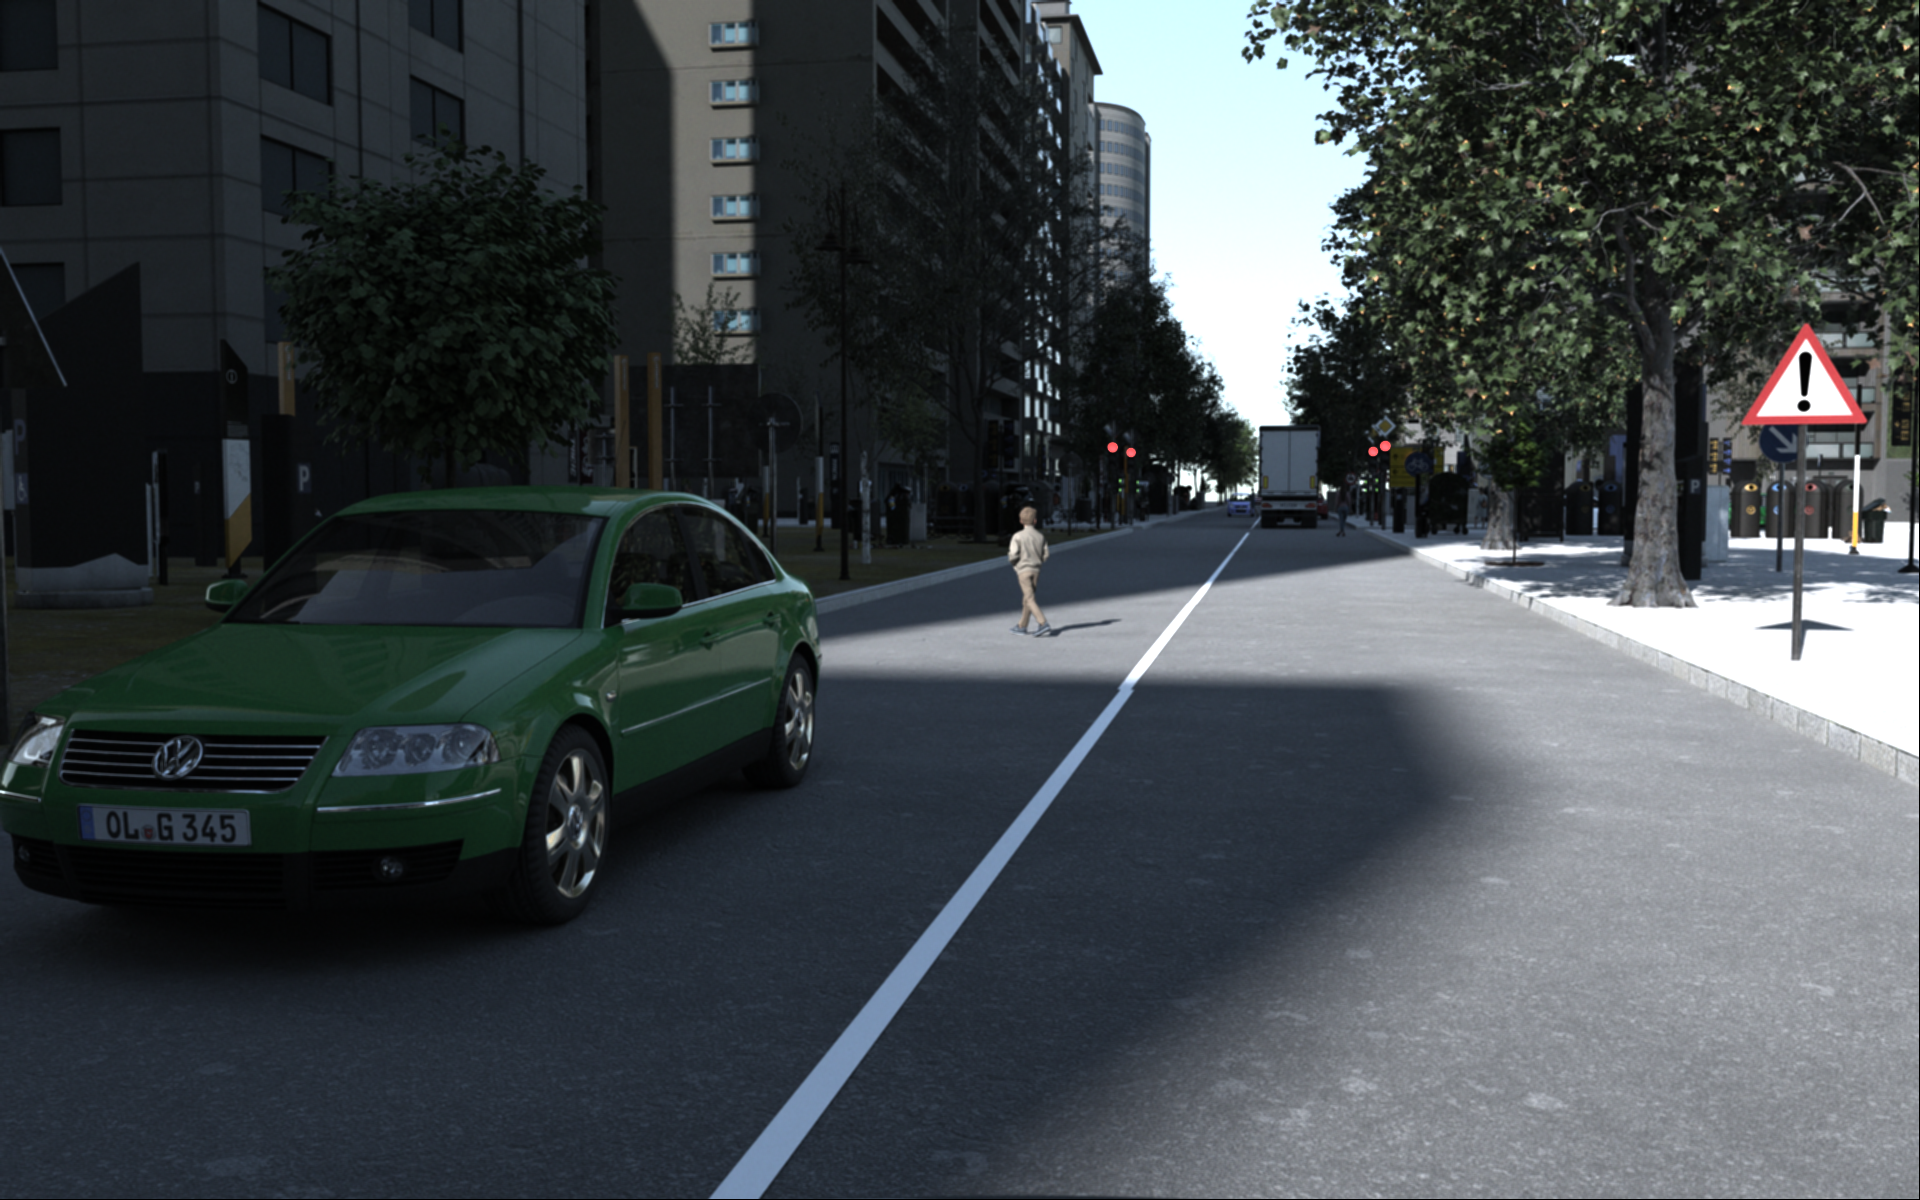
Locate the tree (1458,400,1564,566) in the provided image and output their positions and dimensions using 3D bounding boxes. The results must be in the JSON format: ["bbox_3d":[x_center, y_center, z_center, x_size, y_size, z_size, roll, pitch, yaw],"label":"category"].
[{"bbox_3d":[10.046,-2.230,31.054,1.663,3.219,1.824,0,3,0],"label":"tree"}]

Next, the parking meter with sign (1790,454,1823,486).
[{"bbox_3d":[36.996,-4.900,76.382,1.738,3.016,0.543,1,4,16],"label":"parking meter with sign"}]

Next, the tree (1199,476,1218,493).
[{"bbox_3d":[23.759,-10.680,169.219,1.663,3.219,1.824,0,3,0],"label":"tree"}]

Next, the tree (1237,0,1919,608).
[{"bbox_3d":[8.027,-6.282,19.724,9.611,12.733,9.660,0,3,0],"label":"tree"}]

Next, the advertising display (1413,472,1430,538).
[{"bbox_3d":[13.543,-2.784,50.730,0.123,1.923,0.974,2,4,32],"label":"advertising display"}]

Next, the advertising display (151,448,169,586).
[{"bbox_3d":[-11.344,-1.184,24.571,0.123,1.923,0.974,-2,4,-30],"label":"advertising display"}]

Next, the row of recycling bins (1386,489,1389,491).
[{"bbox_3d":[29.196,-6.886,119.694,1.069,1.692,3.534,1,4,15],"label":"row of recycling bins"}]

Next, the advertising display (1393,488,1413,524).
[{"bbox_3d":[18.959,-4.202,73.919,0.974,1.923,0.123,-1,4,-13],"label":"advertising display"}]

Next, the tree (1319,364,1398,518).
[{"bbox_3d":[21.244,-8.680,92.286,4.360,8.622,3.978,0,3,0],"label":"tree"}]

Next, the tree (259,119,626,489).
[{"bbox_3d":[-4.477,-1.939,15.413,4.285,4.588,4.351,0,3,0],"label":"tree"}]

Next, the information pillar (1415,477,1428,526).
[{"bbox_3d":[15.155,-3.204,56.872,0.304,2.012,0.304,-2,4,-34],"label":"information pillar"}]

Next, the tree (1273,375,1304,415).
[{"bbox_3d":[51.952,-24.161,250.918,12.611,20.169,13.585,0,3,0],"label":"tree"}]

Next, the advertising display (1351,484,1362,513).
[{"bbox_3d":[26.436,-6.777,116.020,0.974,1.923,0.123,1,4,12],"label":"advertising display"}]

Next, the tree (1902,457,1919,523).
[{"bbox_3d":[42.662,-4.987,76.135,1.663,3.219,1.824,0,3,0],"label":"tree"}]

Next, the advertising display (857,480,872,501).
[{"bbox_3d":[-4.264,-4.429,77.620,0.123,1.923,0.974,2,4,32],"label":"advertising display"}]

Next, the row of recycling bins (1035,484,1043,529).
[{"bbox_3d":[1.275,-3.452,63.549,3.534,1.692,1.069,0,4,-8],"label":"row of recycling bins"}]

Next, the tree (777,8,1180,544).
[{"bbox_3d":[0.370,-8.222,44.798,12.009,13.543,11.850,0,3,0],"label":"tree"}]

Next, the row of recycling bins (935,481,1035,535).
[{"bbox_3d":[0.619,-2.960,55.501,3.534,1.692,1.069,3,5,41],"label":"row of recycling bins"}]

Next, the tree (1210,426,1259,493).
[{"bbox_3d":[46.228,-23.483,290.593,9.857,13.997,8.962,0,3,0],"label":"tree"}]

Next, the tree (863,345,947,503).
[{"bbox_3d":[-2.502,-8.230,84.924,4.737,8.622,4.395,0,3,0],"label":"tree"}]

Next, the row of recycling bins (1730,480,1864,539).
[{"bbox_3d":[24.288,-2.643,50.333,3.534,1.692,1.069,2,4,34],"label":"row of recycling bins"}]

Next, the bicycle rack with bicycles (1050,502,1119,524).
[{"bbox_3d":[5.297,-3.789,75.327,2.925,0.926,2.852,1,4,18],"label":"bicycle rack with bicycles"}]

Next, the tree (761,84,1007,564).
[{"bbox_3d":[-1.584,-4.956,31.396,4.360,8.622,3.978,0,3,0],"label":"tree"}]

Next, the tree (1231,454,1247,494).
[{"bbox_3d":[44.470,-20.247,281.405,4.360,8.622,3.978,0,3,0],"label":"tree"}]

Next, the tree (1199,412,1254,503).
[{"bbox_3d":[36.885,-19.743,240.931,7.486,12.596,7.792,0,3,0],"label":"tree"}]

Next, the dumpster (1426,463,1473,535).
[{"bbox_3d":[15.502,-3.227,55.253,1.502,2.255,1.985,1,4,10],"label":"dumpster"}]

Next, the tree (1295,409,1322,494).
[{"bbox_3d":[40.806,-16.537,196.129,9.928,11.665,9.643,0,3,0],"label":"tree"}]

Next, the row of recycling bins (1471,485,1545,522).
[{"bbox_3d":[24.988,-4.467,80.147,3.534,1.692,1.069,0,4,0],"label":"row of recycling bins"}]

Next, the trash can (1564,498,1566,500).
[{"bbox_3d":[38.094,-6.051,110.592,0.748,1.137,0.748,0,3,0],"label":"trash can"}]

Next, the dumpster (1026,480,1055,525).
[{"bbox_3d":[3.237,-4.057,72.098,1.264,1.857,1.865,1,4,10],"label":"dumpster"}]

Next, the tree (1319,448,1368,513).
[{"bbox_3d":[26.261,-8.274,118.998,4.285,4.588,4.351,0,3,0],"label":"tree"}]

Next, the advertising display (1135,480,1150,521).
[{"bbox_3d":[8.577,-4.660,81.408,0.123,1.923,0.974,3,5,42],"label":"advertising display"}]

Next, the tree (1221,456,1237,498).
[{"bbox_3d":[42.550,-19.755,273.352,4.737,8.622,4.395,0,3,0],"label":"tree"}]

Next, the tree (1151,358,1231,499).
[{"bbox_3d":[14.679,-11.259,118.501,7.601,10.594,8.767,1,4,17],"label":"tree"}]

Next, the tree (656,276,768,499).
[{"bbox_3d":[-8.699,-6.685,59.661,4.737,8.622,4.395,0,3,0],"label":"tree"}]

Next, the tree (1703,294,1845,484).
[{"bbox_3d":[25.481,-6.381,54.698,4.360,8.622,3.978,0,3,0],"label":"tree"}]

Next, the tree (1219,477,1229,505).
[{"bbox_3d":[29.470,-12.331,196.208,1.663,3.219,1.824,0,3,0],"label":"tree"}]

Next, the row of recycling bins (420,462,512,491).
[{"bbox_3d":[-6.496,-0.976,23.068,1.069,1.692,3.534,-1,4,-9],"label":"row of recycling bins"}]

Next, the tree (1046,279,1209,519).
[{"bbox_3d":[9.270,-10.649,91.116,9.611,12.733,9.660,0,3,0],"label":"tree"}]

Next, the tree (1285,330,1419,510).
[{"bbox_3d":[28.883,-13.503,127.435,9.857,13.997,8.962,0,3,0],"label":"tree"}]

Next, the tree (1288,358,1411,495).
[{"bbox_3d":[25.045,-10.851,111.831,8.767,10.594,7.601,1,4,10],"label":"tree"}]

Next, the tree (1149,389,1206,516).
[{"bbox_3d":[12.593,-9.368,103.523,4.360,8.622,3.978,0,3,0],"label":"tree"}]

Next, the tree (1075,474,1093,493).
[{"bbox_3d":[9.729,-8.654,136.102,1.663,3.219,1.824,0,3,0],"label":"tree"}]

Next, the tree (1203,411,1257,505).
[{"bbox_3d":[31.675,-17.320,208.942,9.928,11.665,9.643,0,3,0],"label":"tree"}]

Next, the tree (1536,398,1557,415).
[{"bbox_3d":[23.176,-7.391,71.205,4.360,8.622,3.978,0,3,0],"label":"tree"}]

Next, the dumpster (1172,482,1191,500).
[{"bbox_3d":[18.048,-8.496,141.407,1.502,2.255,1.985,1,4,10],"label":"dumpster"}]

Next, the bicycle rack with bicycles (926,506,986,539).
[{"bbox_3d":[-0.573,-2.221,49.699,2.925,0.926,2.852,-1,4,-15],"label":"bicycle rack with bicycles"}]

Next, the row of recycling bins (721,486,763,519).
[{"bbox_3d":[-10.948,-4.902,87.257,1.069,1.692,3.534,2,4,25],"label":"row of recycling bins"}]

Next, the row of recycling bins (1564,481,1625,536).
[{"bbox_3d":[20.616,-2.847,53.667,3.534,1.692,1.069,2,4,26],"label":"row of recycling bins"}]

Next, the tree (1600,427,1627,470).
[{"bbox_3d":[28.528,-5.411,72.191,4.285,4.588,4.351,0,3,0],"label":"tree"}]
